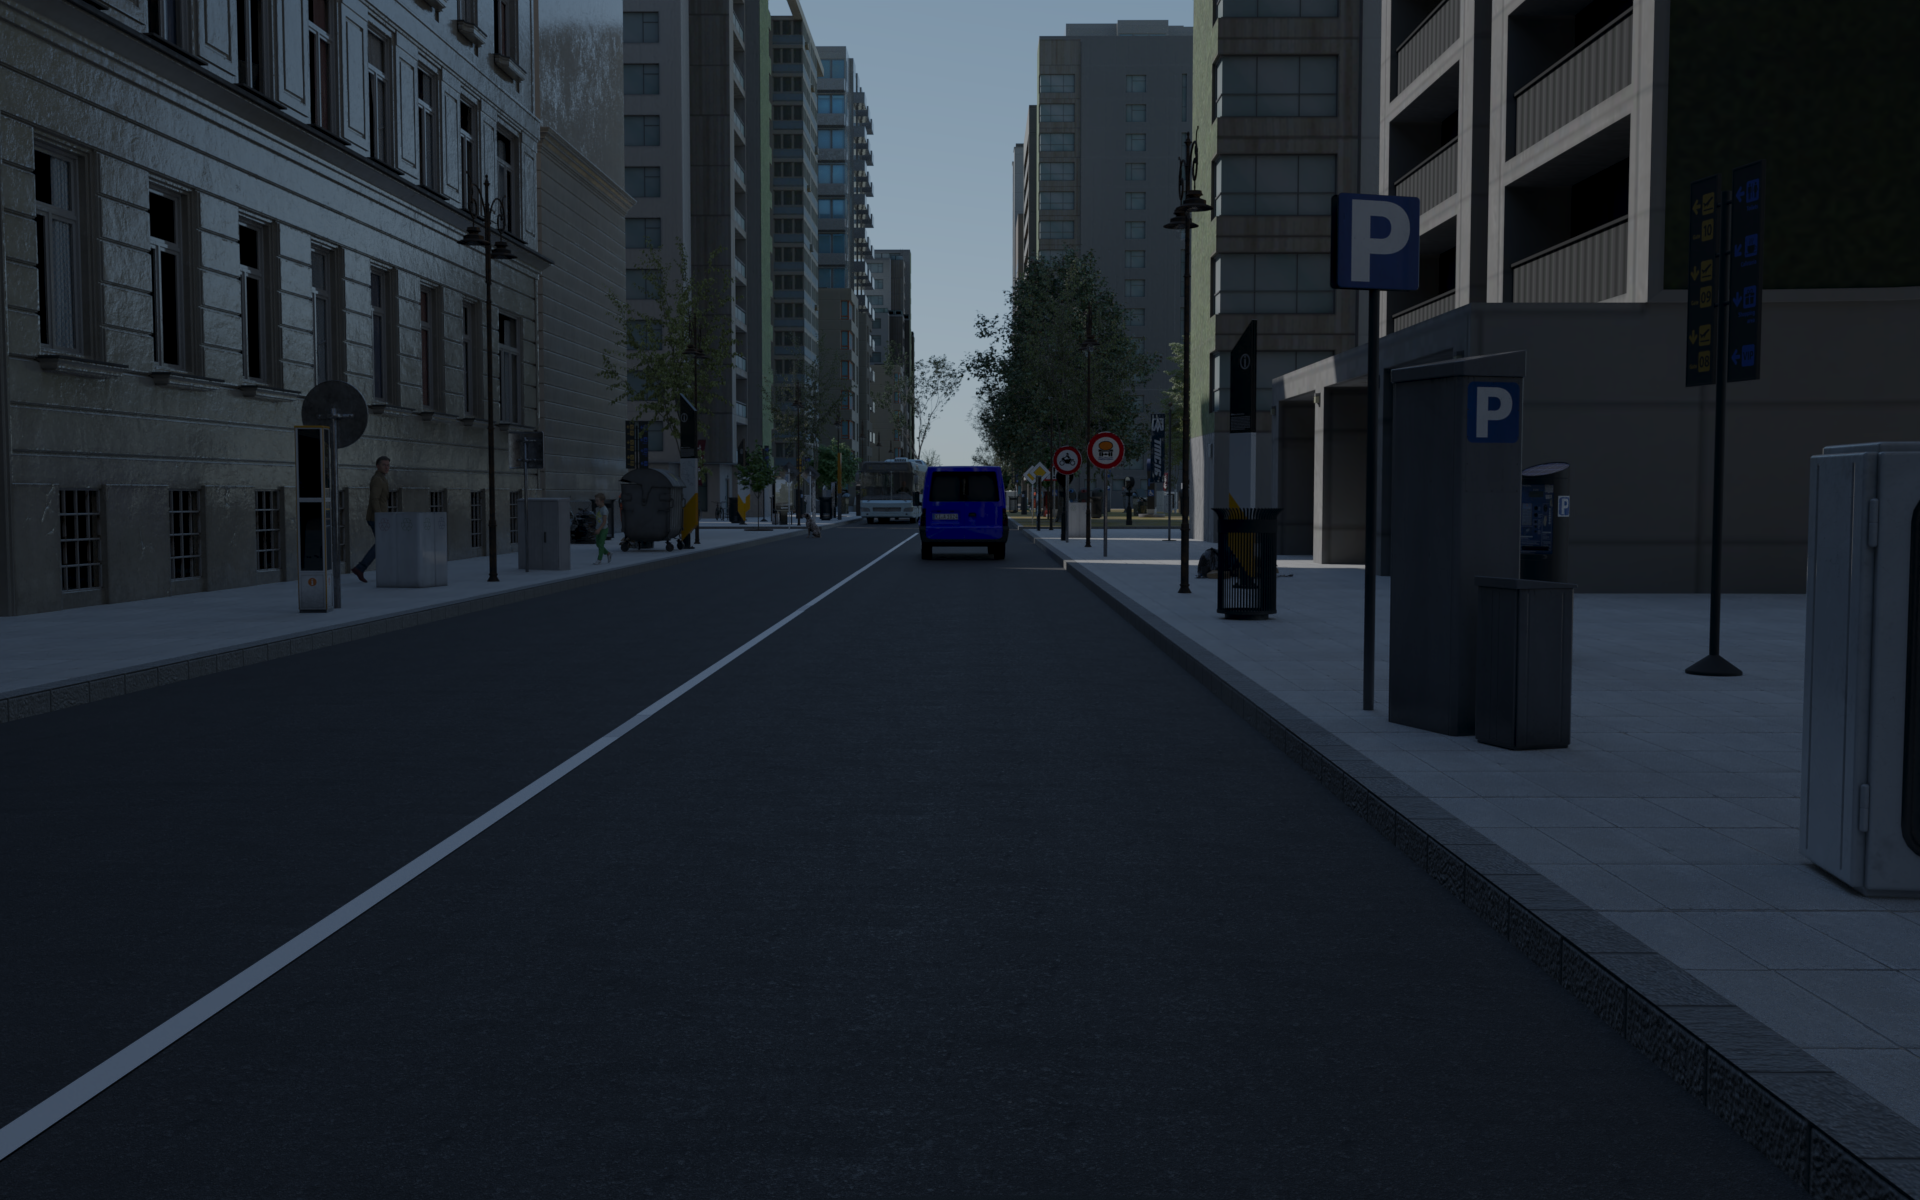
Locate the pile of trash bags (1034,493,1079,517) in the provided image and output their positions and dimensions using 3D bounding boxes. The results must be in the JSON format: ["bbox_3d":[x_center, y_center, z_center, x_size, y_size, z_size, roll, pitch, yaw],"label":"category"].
[{"bbox_3d":[5.416,-5.477,99.299,3.447,1.369,1.912,-3,5,-44],"label":"pile of trash bags"}]

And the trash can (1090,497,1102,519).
[{"bbox_3d":[7.131,-4.843,90.839,0.748,1.137,0.748,0,3,0],"label":"trash can"}]

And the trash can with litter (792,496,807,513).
[{"bbox_3d":[-10.646,-6.306,114.489,1.055,1.170,0.624,0,4,5],"label":"trash can with litter"}]

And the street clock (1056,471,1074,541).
[{"bbox_3d":[2.877,-2.635,47.649,0.471,2.002,0.358,0,4,-3],"label":"street clock"}]

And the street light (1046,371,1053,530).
[{"bbox_3d":[3.233,-5.410,61.241,0.468,5.910,1.993,0,4,1],"label":"street light"}]

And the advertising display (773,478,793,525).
[{"bbox_3d":[-7.315,-4.069,71.749,0.974,1.923,0.123,-3,5,-45],"label":"advertising display"}]

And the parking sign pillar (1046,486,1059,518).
[{"bbox_3d":[5.445,-6.497,94.691,1.447,3.967,1.447,2,4,28],"label":"parking sign pillar"}]

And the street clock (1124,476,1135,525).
[{"bbox_3d":[6.963,-4.079,71.266,0.358,2.002,0.471,-2,4,-29],"label":"street clock"}]

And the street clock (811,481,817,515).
[{"bbox_3d":[-7.862,-5.422,93.225,0.358,2.002,0.471,0,4,5],"label":"street clock"}]

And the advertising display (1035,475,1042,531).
[{"bbox_3d":[2.741,-3.380,60.481,0.123,1.923,0.974,0,4,-3],"label":"advertising display"}]

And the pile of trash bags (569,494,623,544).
[{"bbox_3d":[-9.864,-2.152,44.942,3.447,1.369,1.912,-3,4,-37],"label":"pile of trash bags"}]

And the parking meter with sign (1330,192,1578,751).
[{"bbox_3d":[2.680,-0.804,9.412,0.543,3.016,1.738,-1,4,-18],"label":"parking meter with sign"}]

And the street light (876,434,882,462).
[{"bbox_3d":[-5.953,-9.459,127.447,0.468,5.910,1.993,0,4,1],"label":"street light"}]

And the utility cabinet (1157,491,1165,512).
[{"bbox_3d":[13.854,-6.925,121.908,1.173,1.500,0.318,3,5,42],"label":"utility cabinet"}]

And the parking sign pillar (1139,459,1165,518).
[{"bbox_3d":[10.527,-6.512,94.944,1.447,3.967,1.447,1,4,11],"label":"parking sign pillar"}]

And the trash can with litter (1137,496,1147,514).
[{"bbox_3d":[10.783,-5.418,99.978,1.055,1.170,0.624,0,4,-5],"label":"trash can with litter"}]

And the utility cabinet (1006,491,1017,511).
[{"bbox_3d":[3.851,-7.592,132.807,1.173,1.500,0.318,-2,4,-34],"label":"utility cabinet"}]

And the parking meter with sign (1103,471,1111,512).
[{"bbox_3d":[10.583,-7.836,124.374,0.543,3.016,1.738,0,4,2],"label":"parking meter with sign"}]

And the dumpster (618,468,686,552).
[{"bbox_3d":[-6.944,-2.038,39.079,1.264,1.857,1.865,0,4,1],"label":"dumpster"}]

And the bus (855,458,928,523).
[{"bbox_3d":[-3.215,-5.666,87.492,2.948,3.499,13.247,0,4,2],"label":"bus"}]

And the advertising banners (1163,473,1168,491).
[{"bbox_3d":[16.255,-8.903,141.757,0.090,3.025,2.074,-3,5,-40],"label":"advertising banners"}]

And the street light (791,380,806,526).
[{"bbox_3d":[-6.537,-5.952,70.105,0.468,5.910,1.993,0,4,1],"label":"street light"}]

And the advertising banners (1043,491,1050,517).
[{"bbox_3d":[4.906,-6.141,96.590,2.074,3.025,0.090,-1,4,-14],"label":"advertising banners"}]

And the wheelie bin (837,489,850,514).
[{"bbox_3d":[-7.491,-6.317,111.195,0.980,1.594,0.693,1,4,19],"label":"wheelie bin"}]

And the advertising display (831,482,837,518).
[{"bbox_3d":[-6.710,-5.321,92.209,0.123,1.923,0.974,-1,4,-17],"label":"advertising display"}]

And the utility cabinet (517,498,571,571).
[{"bbox_3d":[-7.069,-1.115,29.394,1.020,1.237,0.306,2,4,35],"label":"utility cabinet"}]

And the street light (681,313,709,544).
[{"bbox_3d":[-6.754,-4.376,44.329,0.468,5.910,1.993,0,4,1],"label":"street light"}]

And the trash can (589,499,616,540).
[{"bbox_3d":[-9.914,-2.228,48.084,0.748,1.137,0.748,0,3,0],"label":"trash can"}]

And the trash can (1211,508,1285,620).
[{"bbox_3d":[2.950,-0.376,17.795,0.748,1.137,0.748,0,3,0],"label":"trash can"}]

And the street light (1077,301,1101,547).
[{"bbox_3d":[3.098,-4.216,41.725,0.468,5.910,1.993,0,4,1],"label":"street light"}]

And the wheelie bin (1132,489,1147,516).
[{"bbox_3d":[10.547,-5.758,102.049,0.980,1.594,0.693,-2,4,-33],"label":"wheelie bin"}]

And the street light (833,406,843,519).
[{"bbox_3d":[-6.263,-7.121,89.218,0.468,5.910,1.993,0,4,1],"label":"street light"}]

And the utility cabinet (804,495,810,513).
[{"bbox_3d":[-10.248,-6.383,115.516,0.306,1.237,1.020,-2,4,-27],"label":"utility cabinet"}]

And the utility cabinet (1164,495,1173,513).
[{"bbox_3d":[14.149,-6.524,117.834,0.306,1.237,1.020,-1,4,-12],"label":"utility cabinet"}]

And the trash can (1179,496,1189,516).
[{"bbox_3d":[13.439,-5.602,103.252,0.748,1.137,0.748,0,3,0],"label":"trash can"}]

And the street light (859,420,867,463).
[{"bbox_3d":[-6.086,-8.290,108.332,0.468,5.910,1.993,0,4,1],"label":"street light"}]

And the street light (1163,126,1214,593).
[{"bbox_3d":[2.911,-3.026,22.268,0.468,5.910,1.993,0,4,1],"label":"street light"}]

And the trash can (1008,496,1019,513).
[{"bbox_3d":[3.608,-6.420,116.616,0.748,1.137,0.748,0,3,0],"label":"trash can"}]

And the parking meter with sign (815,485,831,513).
[{"bbox_3d":[-8.803,-7.289,115.435,1.738,3.016,0.543,-3,4,-39],"label":"parking meter with sign"}]

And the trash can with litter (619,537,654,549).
[{"bbox_3d":[-7.647,-1.803,40.873,1.055,1.170,0.624,3,4,37],"label":"trash can with litter"}]

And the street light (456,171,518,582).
[{"bbox_3d":[-6.841,-3.207,25.214,0.468,5.910,1.993,0,4,1],"label":"street light"}]

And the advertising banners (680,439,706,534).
[{"bbox_3d":[-9.125,-3.642,55.731,2.074,3.025,0.090,1,4,15],"label":"advertising banners"}]
